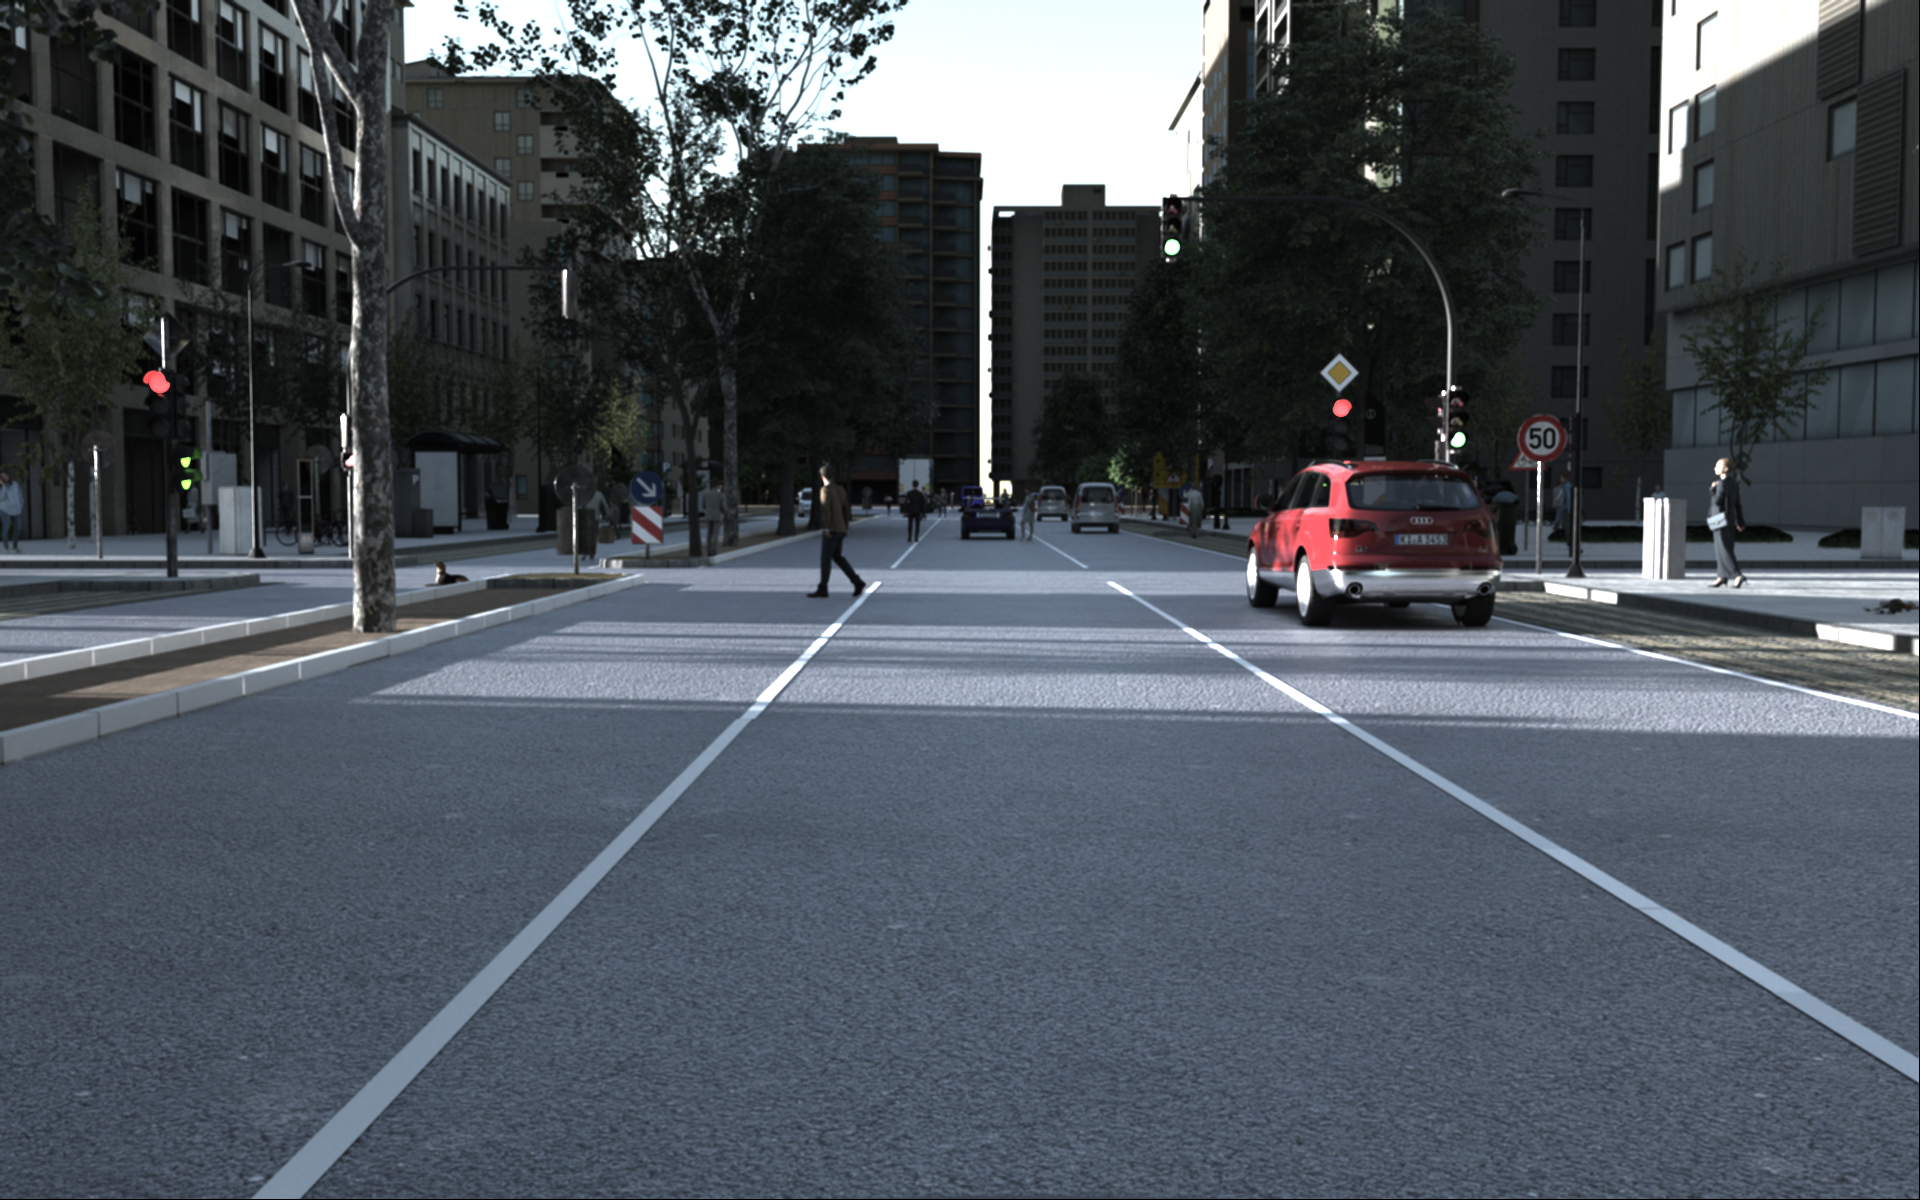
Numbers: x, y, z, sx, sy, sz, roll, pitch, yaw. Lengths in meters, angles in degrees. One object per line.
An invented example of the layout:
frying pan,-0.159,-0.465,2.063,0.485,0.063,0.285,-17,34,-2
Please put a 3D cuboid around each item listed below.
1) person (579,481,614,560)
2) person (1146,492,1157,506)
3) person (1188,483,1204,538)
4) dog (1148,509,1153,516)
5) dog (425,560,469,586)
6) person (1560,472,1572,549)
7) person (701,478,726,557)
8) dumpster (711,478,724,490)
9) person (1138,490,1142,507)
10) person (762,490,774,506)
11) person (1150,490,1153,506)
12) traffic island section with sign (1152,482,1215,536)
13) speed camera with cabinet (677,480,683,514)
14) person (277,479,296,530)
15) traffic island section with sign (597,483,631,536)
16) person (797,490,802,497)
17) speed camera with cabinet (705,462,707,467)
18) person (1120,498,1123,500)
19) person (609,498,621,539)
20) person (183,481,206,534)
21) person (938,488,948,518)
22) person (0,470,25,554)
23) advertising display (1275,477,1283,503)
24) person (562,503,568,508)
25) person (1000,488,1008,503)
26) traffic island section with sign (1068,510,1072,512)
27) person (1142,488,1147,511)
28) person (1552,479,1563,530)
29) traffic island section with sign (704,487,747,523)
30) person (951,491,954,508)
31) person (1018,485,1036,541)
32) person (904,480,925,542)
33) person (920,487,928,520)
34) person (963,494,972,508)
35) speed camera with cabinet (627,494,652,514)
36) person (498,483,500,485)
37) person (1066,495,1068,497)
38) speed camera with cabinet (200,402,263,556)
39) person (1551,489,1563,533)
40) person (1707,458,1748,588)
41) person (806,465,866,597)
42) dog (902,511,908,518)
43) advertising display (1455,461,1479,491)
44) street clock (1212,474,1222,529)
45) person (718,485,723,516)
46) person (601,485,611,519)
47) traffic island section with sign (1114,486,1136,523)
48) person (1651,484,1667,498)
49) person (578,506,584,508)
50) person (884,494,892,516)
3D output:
person,-7.947,-1.761,37.774,0.782,1.767,0.515,-2,4,-31
person,20.561,-11.056,186.437,1.348,1.869,0.705,-1,4,-10
person,7.562,-2.879,55.803,0.478,1.798,0.641,2,4,34
dog,11.112,-5.107,101.241,0.748,0.427,0.550,-2,4,-35
dog,-7.909,-0.411,26.917,0.748,0.427,0.550,2,4,31
person,14.102,-2.061,40.090,0.444,1.785,0.601,3,5,40
person,-5.547,-1.873,39.322,0.606,1.804,0.583,1,4,10
dumpster,-14.484,-6.333,106.038,1.502,2.255,1.985,0,3,0
person,17.535,-9.880,168.506,0.541,1.710,0.530,-2,4,-31
person,-19.965,-10.582,179.775,1.217,1.735,0.721,0,4,-4
person,20.660,-10.942,185.393,0.683,1.767,0.568,-1,4,-22
traffic island section with sign,7.631,-3.100,59.315,1.989,1.847,2.006,0,4,0
speed camera with cabinet,-17.262,-6.993,108.668,0.660,3.252,2.038,0,4,2
person,-23.812,-3.358,61.127,0.661,1.801,0.590,0,4,7
traffic island section with sign,-11.793,-3.131,59.827,1.989,1.847,2.006,0,4,0
person,-16.356,-10.564,178.752,1.348,1.826,0.705,2,4,26
speed camera with cabinet,-15.882,-7.014,109.017,0.660,3.252,2.038,1,4,13
person,12.936,-8.024,138.179,0.436,1.711,0.756,0,3,0
person,-10.918,-2.557,54.586,0.475,1.303,0.640,2,4,26
person,-24.635,-3.014,55.676,0.624,1.780,0.694,0,4,5
person,-0.994,-5.747,102.649,0.537,1.800,0.526,2,4,31
person,-20.405,-1.889,37.189,0.793,1.790,0.793,0,4,-5
advertising display,12.381,-3.797,67.299,0.123,1.923,0.974,1,4,22
person,-12.436,-2.506,54.490,0.505,1.210,0.382,0,4,-3
person,2.576,-5.791,103.451,0.520,1.790,0.573,-2,4,-35
traffic island section with sign,7.832,-7.872,137.336,1.989,1.847,2.006,0,4,0
person,13.676,-7.398,127.818,0.721,1.723,1.217,0,4,-2
person,21.032,-3.323,60.576,0.583,1.804,0.606,-1,4,-15
traffic island section with sign,-11.721,-4.780,86.782,1.989,1.847,2.006,0,4,0
person,-0.667,-9.980,172.471,0.445,1.727,0.742,-3,4,-36
person,2.102,-2.659,52.979,0.522,1.701,0.512,2,4,33
person,-1.389,-2.665,51.855,0.659,1.850,0.755,-1,4,-8
person,-1.986,-5.268,94.591,0.622,1.834,0.822,3,5,40
person,0.612,-7.269,130.531,0.628,1.438,0.799,1,4,21
speed camera with cabinet,-16.706,-5.749,88.330,0.660,3.252,2.038,3,5,43
person,-22.964,-4.908,86.417,0.709,1.813,0.853,-3,5,-40
person,10.761,-10.716,182.040,1.217,1.735,0.721,0,4,6
speed camera with cabinet,-15.463,-2.592,36.721,0.660,3.252,2.038,-3,5,-42
person,18.648,-2.883,53.846,0.731,1.740,0.598,-3,5,-39
person,10.512,-1.053,23.678,0.534,1.772,0.576,2,4,27
person,-1.731,-0.961,24.126,0.836,1.842,0.656,0,4,-7
dog,-3.242,-5.236,105.802,0.748,0.427,0.550,-1,4,-18
advertising display,9.645,-1.753,33.875,0.974,1.923,0.123,0,4,-2
street clock,9.472,-3.622,63.785,0.358,2.002,0.471,-1,4,-11
person,-14.192,-5.938,103.007,0.514,1.842,0.818,-1,4,-11
person,-18.278,-5.130,89.723,0.655,1.846,0.447,1,4,14
traffic island section with sign,7.701,-4.749,86.270,1.989,1.847,2.006,0,4,0
person,22.216,-2.890,55.099,0.330,1.601,0.589,-3,5,-40
person,-20.427,-5.344,93.517,0.850,1.850,0.679,0,4,7
person,-4.778,-6.299,114.676,0.628,1.438,0.799,-1,4,-16
